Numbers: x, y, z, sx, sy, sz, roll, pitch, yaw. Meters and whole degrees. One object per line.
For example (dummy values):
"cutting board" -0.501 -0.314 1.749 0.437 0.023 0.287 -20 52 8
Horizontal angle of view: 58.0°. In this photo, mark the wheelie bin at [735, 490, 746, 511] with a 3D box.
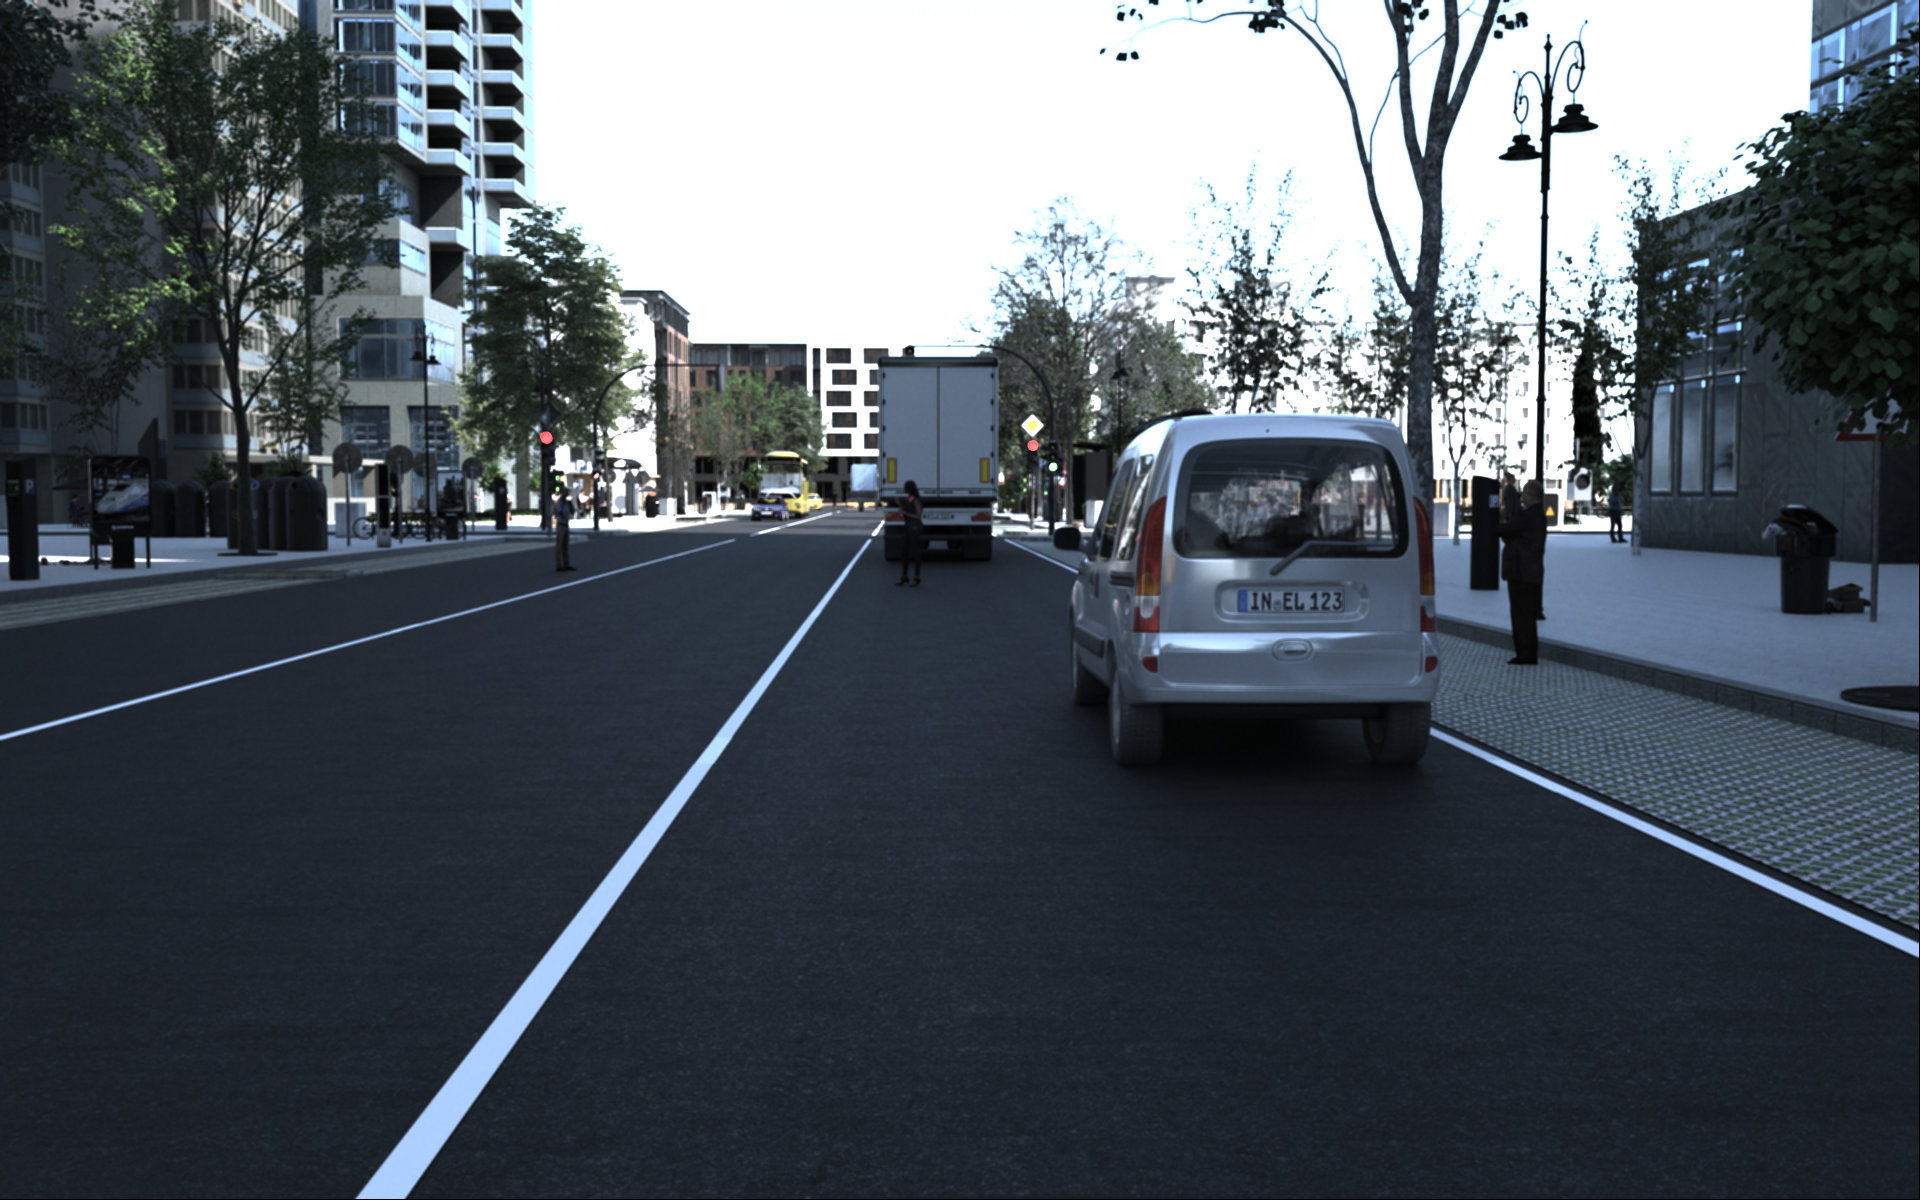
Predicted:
"wheelie bin" -17.091 -7.774 135.014 0.980 1.594 0.693 3 5 40

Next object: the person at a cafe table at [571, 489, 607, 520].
"person at a cafe table" -18.274 -4.692 85.233 1.622 1.524 1.698 -2 4 -24

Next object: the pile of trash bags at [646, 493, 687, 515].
"pile of trash bags" -18.187 -5.872 105.755 1.912 1.369 3.447 -3 5 -40

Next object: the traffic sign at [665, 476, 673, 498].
"traffic sign" -20.026 -7.309 119.616 0.768 2.556 0.104 0 4 8

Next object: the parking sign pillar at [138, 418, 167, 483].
"parking sign pillar" -28.854 -4.491 61.906 1.447 3.967 1.447 3 5 40

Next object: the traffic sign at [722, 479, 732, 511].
"traffic sign" -17.714 -8.087 132.229 0.884 2.594 0.081 0 4 0

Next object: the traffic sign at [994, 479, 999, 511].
"traffic sign" 2.633 -8.083 132.258 0.768 2.556 0.104 0 4 6

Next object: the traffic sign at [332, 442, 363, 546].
"traffic sign" -15.083 -2.602 42.655 0.768 2.556 0.104 0 4 4

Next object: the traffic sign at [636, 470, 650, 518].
"traffic sign" -16.915 -5.645 92.400 0.768 2.556 0.104 0 4 -1

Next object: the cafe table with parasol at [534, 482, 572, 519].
"cafe table with parasol" -21.290 -5.262 90.895 2.610 1.966 2.610 -3 5 -44

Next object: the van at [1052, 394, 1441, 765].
"van" 1.610 -0.216 10.548 2.013 2.044 4.112 0 4 -1

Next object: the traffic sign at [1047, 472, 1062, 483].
"traffic sign" 4.702 -5.273 86.316 0.768 2.556 0.104 0 4 3

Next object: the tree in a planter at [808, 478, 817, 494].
"tree in a planter" -16.588 -11.755 189.410 1.991 3.239 1.994 0 4 -2

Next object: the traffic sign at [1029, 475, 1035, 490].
"traffic sign" 4.822 -6.897 112.876 0.768 2.556 0.104 0 4 5

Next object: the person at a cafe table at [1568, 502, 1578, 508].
"person at a cafe table" 42.364 -6.669 117.554 1.698 1.524 1.622 0 4 7

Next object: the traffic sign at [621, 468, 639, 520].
"traffic sign" -16.582 -5.324 87.046 0.884 2.594 0.081 0 4 -1

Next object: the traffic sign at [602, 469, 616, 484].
"traffic sign" -17.574 -5.296 86.700 0.768 2.556 0.104 0 4 6

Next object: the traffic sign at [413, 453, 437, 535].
"traffic sign" -16.505 -3.262 53.435 0.768 2.556 0.104 0 4 -1

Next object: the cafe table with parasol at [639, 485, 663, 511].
"cafe table with parasol" -23.429 -7.651 129.965 2.610 1.966 2.610 2 4 30

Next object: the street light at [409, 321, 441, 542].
"street light" -14.294 -4.504 46.429 0.468 5.910 1.993 0 4 -2

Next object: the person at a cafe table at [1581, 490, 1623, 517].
"person at a cafe table" 36.049 -5.419 97.123 1.622 1.524 1.698 0 4 -2

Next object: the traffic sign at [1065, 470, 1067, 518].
"traffic sign" 5.621 -5.620 91.893 0.884 2.594 0.081 0 4 5

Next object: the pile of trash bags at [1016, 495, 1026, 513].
"pile of trash bags" 4.184 -6.684 119.043 3.447 1.369 1.912 0 4 2

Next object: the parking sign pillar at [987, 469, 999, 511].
"parking sign pillar" 2.600 -9.003 135.676 1.447 3.967 1.447 2 4 28

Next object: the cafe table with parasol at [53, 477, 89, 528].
"cafe table with parasol" -33.127 -3.745 66.091 2.610 1.966 2.610 -2 4 -24

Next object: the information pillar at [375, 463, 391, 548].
"information pillar" -13.859 -2.269 41.596 0.304 2.012 0.304 -2 4 -26

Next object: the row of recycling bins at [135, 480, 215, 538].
"row of recycling bins" -23.207 -2.709 51.407 3.534 1.692 1.069 0 4 2

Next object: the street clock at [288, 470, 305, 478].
"street clock" -20.052 -2.924 52.379 0.471 2.002 0.358 0 4 2

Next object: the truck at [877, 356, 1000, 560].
"truck" -0.511 -3.171 40.762 2.839 4.237 11.283 0 4 -1

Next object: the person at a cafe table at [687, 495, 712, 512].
"person at a cafe table" -18.607 -6.930 124.174 1.726 1.238 1.698 -3 4 -38

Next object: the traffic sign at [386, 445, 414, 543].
"traffic sign" -14.535 -2.743 44.956 0.768 2.556 0.104 0 4 5

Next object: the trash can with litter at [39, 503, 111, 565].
"trash can with litter" -16.078 -1.260 31.658 1.678 1.210 2.233 3 5 44

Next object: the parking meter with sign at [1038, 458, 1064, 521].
"parking meter with sign" 4.409 -5.338 83.531 0.543 3.016 1.738 2 4 31

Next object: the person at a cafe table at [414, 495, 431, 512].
"person at a cafe table" -29.175 -5.175 95.468 1.726 1.238 1.698 -3 4 -38

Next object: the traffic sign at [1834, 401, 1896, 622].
"traffic sign" 9.185 -1.061 17.344 0.884 2.594 0.081 0 4 3

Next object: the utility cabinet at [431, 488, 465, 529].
"utility cabinet" -18.699 -3.340 63.284 1.173 1.500 0.318 -1 4 -14

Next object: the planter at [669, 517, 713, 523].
"planter" -13.204 -3.923 85.273 1.991 0.319 1.994 0 4 -2

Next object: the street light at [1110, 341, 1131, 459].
"street light" 4.836 -4.879 52.552 0.468 5.910 1.993 0 4 -2

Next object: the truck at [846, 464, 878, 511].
"truck" -8.486 -9.888 151.424 2.967 4.110 18.799 0 4 -2

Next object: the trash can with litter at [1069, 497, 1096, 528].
"trash can with litter" 4.649 -3.287 65.136 1.055 1.170 0.624 0 4 -4

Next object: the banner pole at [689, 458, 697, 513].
"banner pole" -18.293 -7.844 118.261 0.401 3.779 0.863 -2 4 -33

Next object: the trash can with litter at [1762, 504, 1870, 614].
"trash can with litter" 9.281 -0.449 18.729 1.055 1.170 0.624 -1 4 -21

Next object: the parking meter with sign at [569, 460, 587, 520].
"parking meter with sign" -19.294 -5.565 87.251 0.543 3.016 1.738 0 4 3

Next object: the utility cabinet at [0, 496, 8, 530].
"utility cabinet" -34.297 -3.131 62.352 1.020 1.237 0.306 0 4 6

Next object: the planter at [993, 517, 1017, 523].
"planter" 1.769 -3.953 85.764 1.991 0.319 1.994 0 4 -2

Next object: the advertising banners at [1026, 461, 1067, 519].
"advertising banners" 4.446 -5.649 88.548 2.074 3.025 0.090 0 4 -5

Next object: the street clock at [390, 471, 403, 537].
"street clock" -17.001 -2.918 52.286 0.358 2.002 0.471 0 4 7

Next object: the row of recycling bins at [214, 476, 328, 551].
"row of recycling bins" -15.757 -2.010 39.970 3.534 1.692 1.069 3 5 40

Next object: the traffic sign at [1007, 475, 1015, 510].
"traffic sign" 3.501 -7.147 116.966 0.768 2.556 0.104 0 4 -2

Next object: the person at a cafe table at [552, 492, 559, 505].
"person at a cafe table" -27.338 -6.717 118.345 1.622 1.524 1.698 -1 4 -12

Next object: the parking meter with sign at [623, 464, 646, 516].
"parking meter with sign" -19.004 -6.391 100.749 1.738 3.016 0.543 3 5 41

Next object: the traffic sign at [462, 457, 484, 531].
"traffic sign" -16.823 -3.650 59.779 0.768 2.556 0.104 0 4 3

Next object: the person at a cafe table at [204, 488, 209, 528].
"person at a cafe table" -28.793 -3.480 65.420 1.698 1.524 1.622 1 4 22
